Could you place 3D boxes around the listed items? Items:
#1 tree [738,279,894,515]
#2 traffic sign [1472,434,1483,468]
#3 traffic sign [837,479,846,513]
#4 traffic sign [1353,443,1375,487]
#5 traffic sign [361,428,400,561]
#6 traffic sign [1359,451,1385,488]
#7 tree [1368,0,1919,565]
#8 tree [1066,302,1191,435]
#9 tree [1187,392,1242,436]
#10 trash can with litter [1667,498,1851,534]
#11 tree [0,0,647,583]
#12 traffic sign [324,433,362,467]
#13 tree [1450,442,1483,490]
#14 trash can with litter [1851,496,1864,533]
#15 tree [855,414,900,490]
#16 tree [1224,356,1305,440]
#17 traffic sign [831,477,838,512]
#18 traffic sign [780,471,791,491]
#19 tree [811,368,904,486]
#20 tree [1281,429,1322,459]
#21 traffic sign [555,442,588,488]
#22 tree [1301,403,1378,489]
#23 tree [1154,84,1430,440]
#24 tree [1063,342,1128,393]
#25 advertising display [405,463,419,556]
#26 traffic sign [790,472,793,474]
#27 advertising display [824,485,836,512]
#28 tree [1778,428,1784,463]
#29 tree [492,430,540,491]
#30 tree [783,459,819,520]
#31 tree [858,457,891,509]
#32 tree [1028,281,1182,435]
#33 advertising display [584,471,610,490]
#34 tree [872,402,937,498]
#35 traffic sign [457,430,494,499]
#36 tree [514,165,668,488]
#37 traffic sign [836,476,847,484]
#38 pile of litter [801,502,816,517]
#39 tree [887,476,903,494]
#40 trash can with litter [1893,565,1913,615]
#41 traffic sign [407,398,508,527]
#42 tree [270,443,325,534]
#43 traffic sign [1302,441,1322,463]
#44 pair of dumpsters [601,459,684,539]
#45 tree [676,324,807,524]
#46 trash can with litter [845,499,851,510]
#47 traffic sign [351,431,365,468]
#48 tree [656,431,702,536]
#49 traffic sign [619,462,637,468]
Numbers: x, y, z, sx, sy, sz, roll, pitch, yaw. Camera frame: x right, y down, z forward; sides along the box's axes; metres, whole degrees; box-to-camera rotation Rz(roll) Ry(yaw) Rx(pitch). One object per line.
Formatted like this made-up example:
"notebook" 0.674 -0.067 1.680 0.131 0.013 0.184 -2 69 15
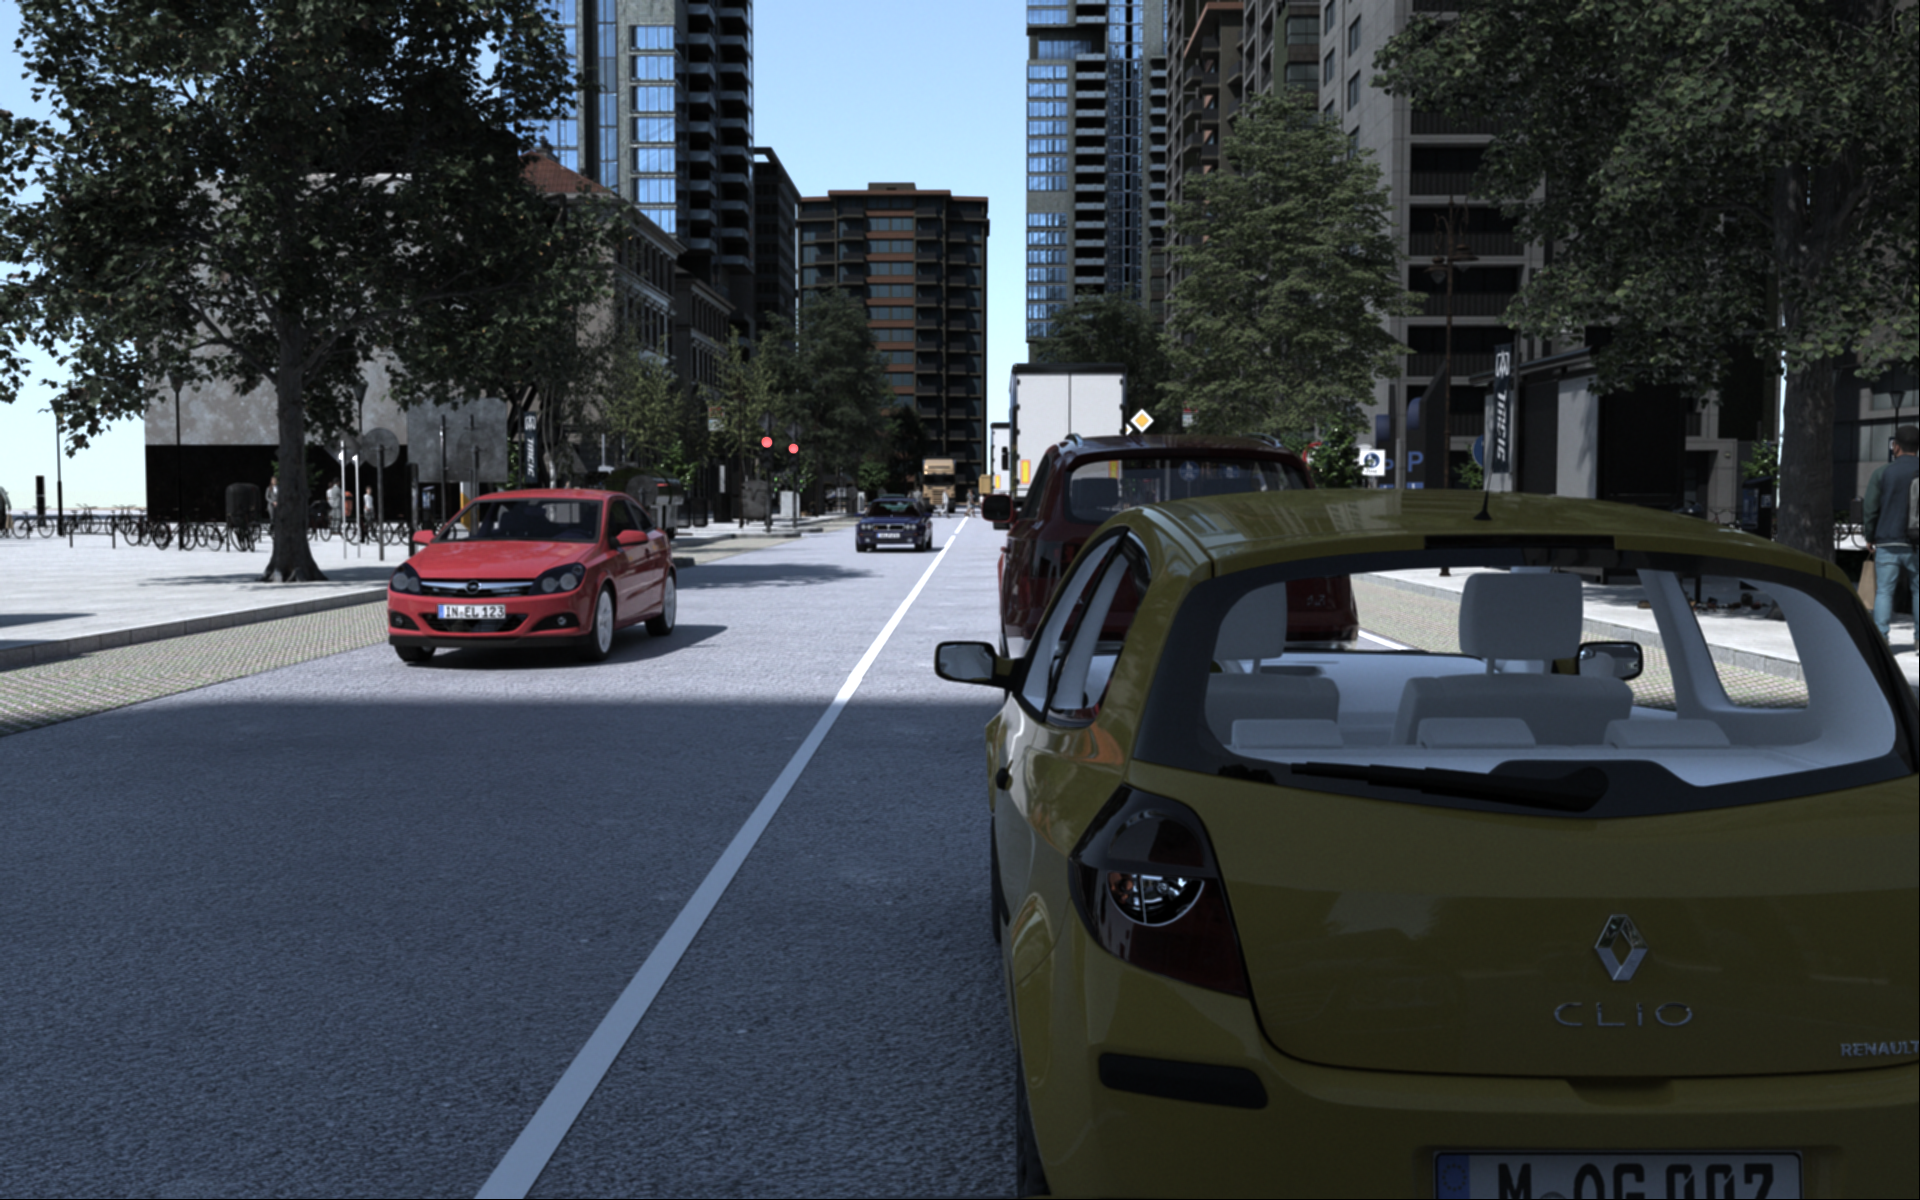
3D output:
"tree" -8.532 -12.100 104.498 9.857 13.997 8.962 0 3 0
"traffic sign" 10.889 -2.171 35.595 0.768 2.556 0.104 0 4 3
"traffic sign" -8.014 -7.051 117.407 0.606 2.300 0.079 0 4 4
"traffic sign" 10.067 -2.635 43.194 0.768 2.556 0.104 0 4 4
"traffic sign" -11.144 -2.030 33.303 0.768 2.556 0.104 0 4 7
"traffic sign" 9.546 -2.329 40.212 0.606 2.300 0.079 1 4 9
"tree" 8.702 -6.760 17.183 9.857 13.997 8.962 0 3 0
"tree" 8.125 -9.190 84.663 7.601 10.594 8.767 0 4 6
"tree" 17.152 -10.251 117.960 4.360 8.622 3.978 0 3 0
"trash can with litter" 8.485 -0.514 19.457 2.233 1.210 1.678 -2 4 -29
"tree" -9.777 -6.623 25.300 9.611 12.733 9.660 0 3 0
"traffic sign" -12.168 -2.107 34.175 0.795 2.593 0.064 0 4 2
"tree" 16.812 -3.727 55.545 1.663 3.219 1.824 0 3 0
"trash can with litter" 28.764 -2.747 55.972 1.678 1.210 2.233 -1 4 -15
"tree" -7.211 -12.632 156.901 4.360 8.622 3.978 0 3 0
"tree" 15.967 -8.526 89.758 4.737 8.622 4.395 0 3 0
"traffic sign" -9.022 -7.728 126.463 0.768 2.556 0.104 0 4 8
"traffic sign" -9.624 -5.862 95.955 0.768 2.556 0.104 0 4 8
"tree" -8.205 -12.822 135.393 9.928 11.665 9.643 0 3 0
"tree" 16.349 -6.172 84.618 4.285 4.588 4.351 0 3 0
"traffic sign" -9.800 -2.665 43.568 0.884 2.594 0.081 0 4 1
"tree" 8.131 -2.583 36.839 1.663 3.219 1.824 0 3 0
"tree" 9.288 -7.977 48.559 7.486 12.596 7.792 0 3 0
"tree" 10.019 -12.910 129.210 7.486 12.596 7.792 0 3 0
"advertising display" -11.372 -1.882 35.985 0.123 1.923 0.974 -1 4 -9
"traffic sign" -9.514 -5.969 97.694 0.768 2.556 0.104 0 4 6
"advertising display" -9.321 -7.295 124.488 0.974 1.923 0.123 -3 4 -37
"tree" 62.351 -9.567 119.318 11.467 7.101 20.602 0 4 -1
"tree" -13.493 -3.529 52.293 1.663 3.219 1.824 0 3 0
"tree" -8.039 -5.634 86.721 1.663 3.219 1.824 0 3 0
"tree" -7.594 -10.257 151.410 4.285 4.588 4.351 0 3 0
"tree" 8.772 -12.009 102.998 9.857 13.997 8.962 0 3 0
"advertising display" -10.270 -2.682 49.062 0.123 1.923 0.974 2 4 27
"tree" -6.848 -18.102 212.969 9.611 12.733 9.660 0 3 0
"traffic sign" -9.602 -2.093 34.321 0.768 2.556 0.104 0 4 5
"tree" -9.166 -5.476 39.888 4.360 8.622 3.978 0 3 0
"traffic sign" -8.144 -7.293 119.338 0.768 2.556 0.104 1 4 10
"pile of litter" -8.776 -5.244 99.709 1.176 0.858 1.719 2 4 24
"tree" -6.691 -11.353 180.224 1.663 3.219 1.824 0 3 0
"trash can with litter" 10.382 -0.427 18.363 0.624 1.170 1.055 -1 4 -14
"traffic sign" -10.657 -2.620 36.707 2.265 3.308 0.079 1 4 10
"tree" -21.350 -3.747 55.868 1.663 3.219 1.824 0 3 0
"traffic sign" 8.657 -2.560 41.970 0.768 2.556 0.104 0 4 6
"pair of dumpsters" -8.648 -2.735 47.215 1.574 2.255 4.437 0 4 1
"tree" -9.191 -7.601 74.645 4.737 8.622 4.395 0 3 0
"trash can with litter" -8.559 -7.755 137.859 1.678 1.210 2.233 -2 4 -27
"traffic sign" -12.143 -2.151 34.901 0.795 2.593 0.064 0 4 7
"tree" -8.726 -3.617 53.741 1.663 3.219 1.824 0 3 0
"traffic sign" -10.591 -3.251 55.288 0.606 2.300 0.079 0 4 6
